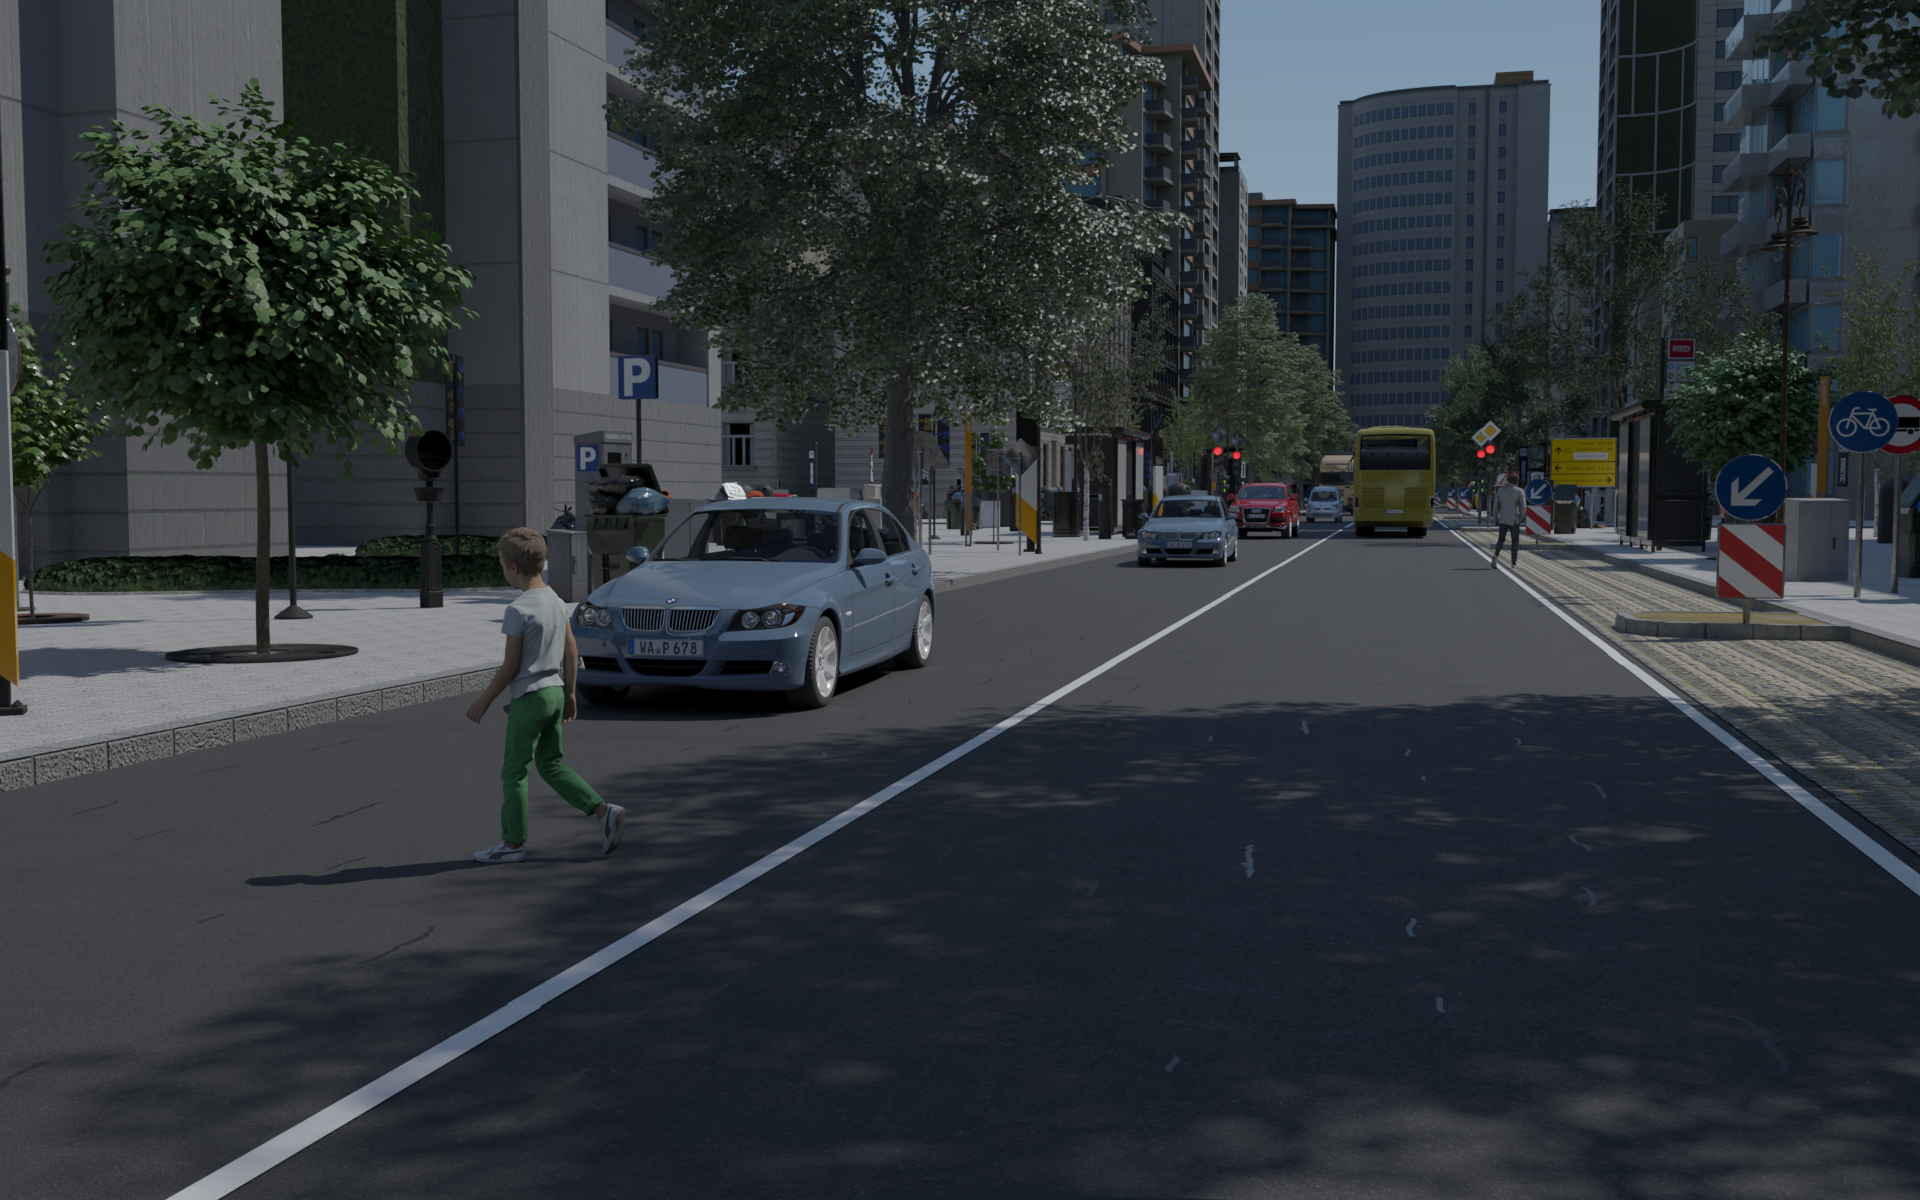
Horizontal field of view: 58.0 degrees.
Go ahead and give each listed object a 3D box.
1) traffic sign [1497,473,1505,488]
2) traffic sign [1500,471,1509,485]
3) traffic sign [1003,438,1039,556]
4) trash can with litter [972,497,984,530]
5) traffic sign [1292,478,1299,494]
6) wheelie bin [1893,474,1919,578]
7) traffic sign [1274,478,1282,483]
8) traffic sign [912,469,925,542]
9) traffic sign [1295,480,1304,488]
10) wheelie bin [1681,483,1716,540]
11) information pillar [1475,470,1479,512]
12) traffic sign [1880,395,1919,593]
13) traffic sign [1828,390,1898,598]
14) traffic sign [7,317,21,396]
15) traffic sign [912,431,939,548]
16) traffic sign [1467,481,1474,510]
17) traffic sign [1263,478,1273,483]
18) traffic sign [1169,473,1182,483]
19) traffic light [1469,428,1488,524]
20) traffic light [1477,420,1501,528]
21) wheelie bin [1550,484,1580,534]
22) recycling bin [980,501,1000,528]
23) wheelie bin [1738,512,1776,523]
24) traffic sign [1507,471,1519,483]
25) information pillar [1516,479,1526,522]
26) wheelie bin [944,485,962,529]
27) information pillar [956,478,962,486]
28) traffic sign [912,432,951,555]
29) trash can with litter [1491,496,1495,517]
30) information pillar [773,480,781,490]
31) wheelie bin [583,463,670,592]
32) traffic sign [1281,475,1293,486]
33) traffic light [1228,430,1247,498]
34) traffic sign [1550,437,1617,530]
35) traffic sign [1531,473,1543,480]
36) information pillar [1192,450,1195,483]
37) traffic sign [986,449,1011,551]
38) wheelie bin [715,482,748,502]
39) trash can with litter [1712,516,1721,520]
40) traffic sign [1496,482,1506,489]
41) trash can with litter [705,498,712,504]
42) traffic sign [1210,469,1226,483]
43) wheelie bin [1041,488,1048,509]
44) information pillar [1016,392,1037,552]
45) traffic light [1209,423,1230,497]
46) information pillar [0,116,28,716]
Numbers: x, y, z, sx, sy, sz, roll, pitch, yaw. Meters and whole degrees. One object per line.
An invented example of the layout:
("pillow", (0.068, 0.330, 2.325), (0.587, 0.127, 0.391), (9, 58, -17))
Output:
("traffic sign", (33.367, -6.505, 106.463), (0.768, 2.556, 0.104), (1, 4, 23))
("traffic sign", (30.539, -5.907, 96.588), (0.884, 2.594, 0.081), (1, 4, 17))
("traffic sign", (1.243, -2.122, 35.882), (0.795, 2.450, 0.064), (2, 4, 23))
("trash can with litter", (0.505, -3.064, 61.486), (0.624, 1.170, 1.055), (0, 4, 6))
("traffic sign", (27.387, -8.614, 140.940), (0.768, 2.556, 0.104), (1, 4, 22))
("wheelie bin", (14.782, -1.142, 26.586), (0.693, 1.594, 0.980), (0, 4, 7))
("traffic sign", (25.340, -8.414, 137.671), (0.768, 2.556, 0.104), (2, 4, 23))
("traffic sign", (-1.050, -2.487, 40.769), (0.768, 2.556, 0.104), (1, 4, 16))
("traffic sign", (27.291, -8.454, 139.410), (0.795, 2.450, 0.064), (1, 4, 18))
("wheelie bin", (20.457, -2.446, 47.895), (0.980, 1.594, 0.693), (-2, 4, -31))
("information pillar", (36.871, -8.075, 123.382), (0.183, 3.616, 0.504), (-1, 4, -14))
("traffic sign", (12.097, -1.360, 22.344), (0.768, 2.556, 0.104), (1, 4, 17))
("traffic sign", (11.121, -1.302, 21.392), (0.768, 2.556, 0.104), (1, 4, 21))
("traffic sign", (-6.433, -0.684, 11.286), (0.768, 2.556, 0.104), (1, 4, 17))
("traffic sign", (-0.809, -2.141, 35.116), (0.768, 2.556, 0.104), (1, 4, 18))
("traffic sign", (40.823, -8.437, 137.949), (0.884, 2.594, 0.081), (1, 4, 15))
("traffic sign", (24.786, -8.524, 139.474), (0.768, 2.556, 0.104), (1, 4, 16))
("traffic sign", (10.256, -4.921, 82.581), (0.606, 2.300, 0.079), (1, 4, 22))
("traffic light", (22.191, -5.199, 73.917), (0.839, 4.253, 0.868), (1, 4, 14))
("traffic light", (20.212, -4.725, 66.180), (0.839, 4.253, 0.868), (1, 4, 14))
("wheelie bin", (19.462, -2.922, 55.688), (0.980, 1.594, 0.693), (2, 4, 32))
("recycling bin", (1.068, -3.231, 65.380), (0.722, 1.027, 0.722), (-1, 4, -17))
("wheelie bin", (17.072, -1.789, 37.161), (0.980, 1.594, 0.693), (-3, 5, -42))
("traffic sign", (30.473, -5.825, 95.339), (0.768, 2.556, 0.104), (1, 4, 22))
("information pillar", (25.846, -4.607, 79.809), (0.304, 2.012, 0.304), (-3, 4, -36))
("wheelie bin", (-0.144, -3.373, 63.061), (0.693, 1.594, 0.980), (-3, 5, -40))
("information pillar", (-0.051, -4.628, 80.164), (0.304, 2.012, 0.304), (0, 4, 1))
("traffic sign", (-0.634, -2.232, 36.497), (0.884, 2.594, 0.081), (1, 4, 15))
("trash can with litter", (30.548, -5.365, 99.102), (0.624, 1.170, 1.055), (1, 4, 20))
("information pillar", (-9.704, -5.352, 92.004), (0.304, 2.012, 0.304), (2, 4, 27))
("wheelie bin", (-3.426, -0.609, 17.871), (0.980, 1.594, 0.693), (1, 4, 22))
("traffic sign", (21.292, -6.890, 112.762), (0.768, 2.556, 0.104), (1, 4, 16))
("traffic light", (12.244, -5.353, 76.435), (0.839, 4.253, 0.868), (1, 4, 14))
("traffic sign", (22.509, -4.202, 62.583), (2.265, 3.308, 0.079), (1, 4, 21))
("traffic sign", (27.501, -4.921, 82.584), (0.606, 2.300, 0.079), (1, 4, 21))
("information pillar", (12.526, -6.214, 92.960), (0.183, 3.616, 0.504), (0, 4, 0))
("traffic sign", (0.864, -2.266, 39.174), (0.606, 2.300, 0.079), (1, 4, 18))
("wheelie bin", (-6.239, -2.397, 47.102), (0.980, 1.594, 0.693), (-3, 5, -42))
("trash can with litter", (37.684, -4.649, 87.066), (1.678, 1.210, 2.233), (2, 4, 27))
("traffic sign", (39.252, -7.704, 125.968), (0.884, 2.594, 0.081), (1, 4, 17))
("trash can with litter", (-6.230, -2.084, 45.456), (1.055, 1.170, 0.624), (0, 4, 6))
("traffic sign", (11.963, -4.907, 80.337), (0.768, 2.556, 0.104), (1, 4, 21))
("wheelie bin", (3.912, -4.714, 84.988), (0.693, 1.594, 0.980), (-2, 4, -23))
("information pillar", (1.488, -2.871, 38.292), (0.504, 3.616, 0.183), (0, 4, 1))
("traffic light", (10.266, -4.879, 68.698), (0.839, 4.253, 0.868), (1, 4, 14))
("information pillar", (-5.697, -1.136, 9.923), (0.504, 3.616, 0.183), (-1, 4, -21))
